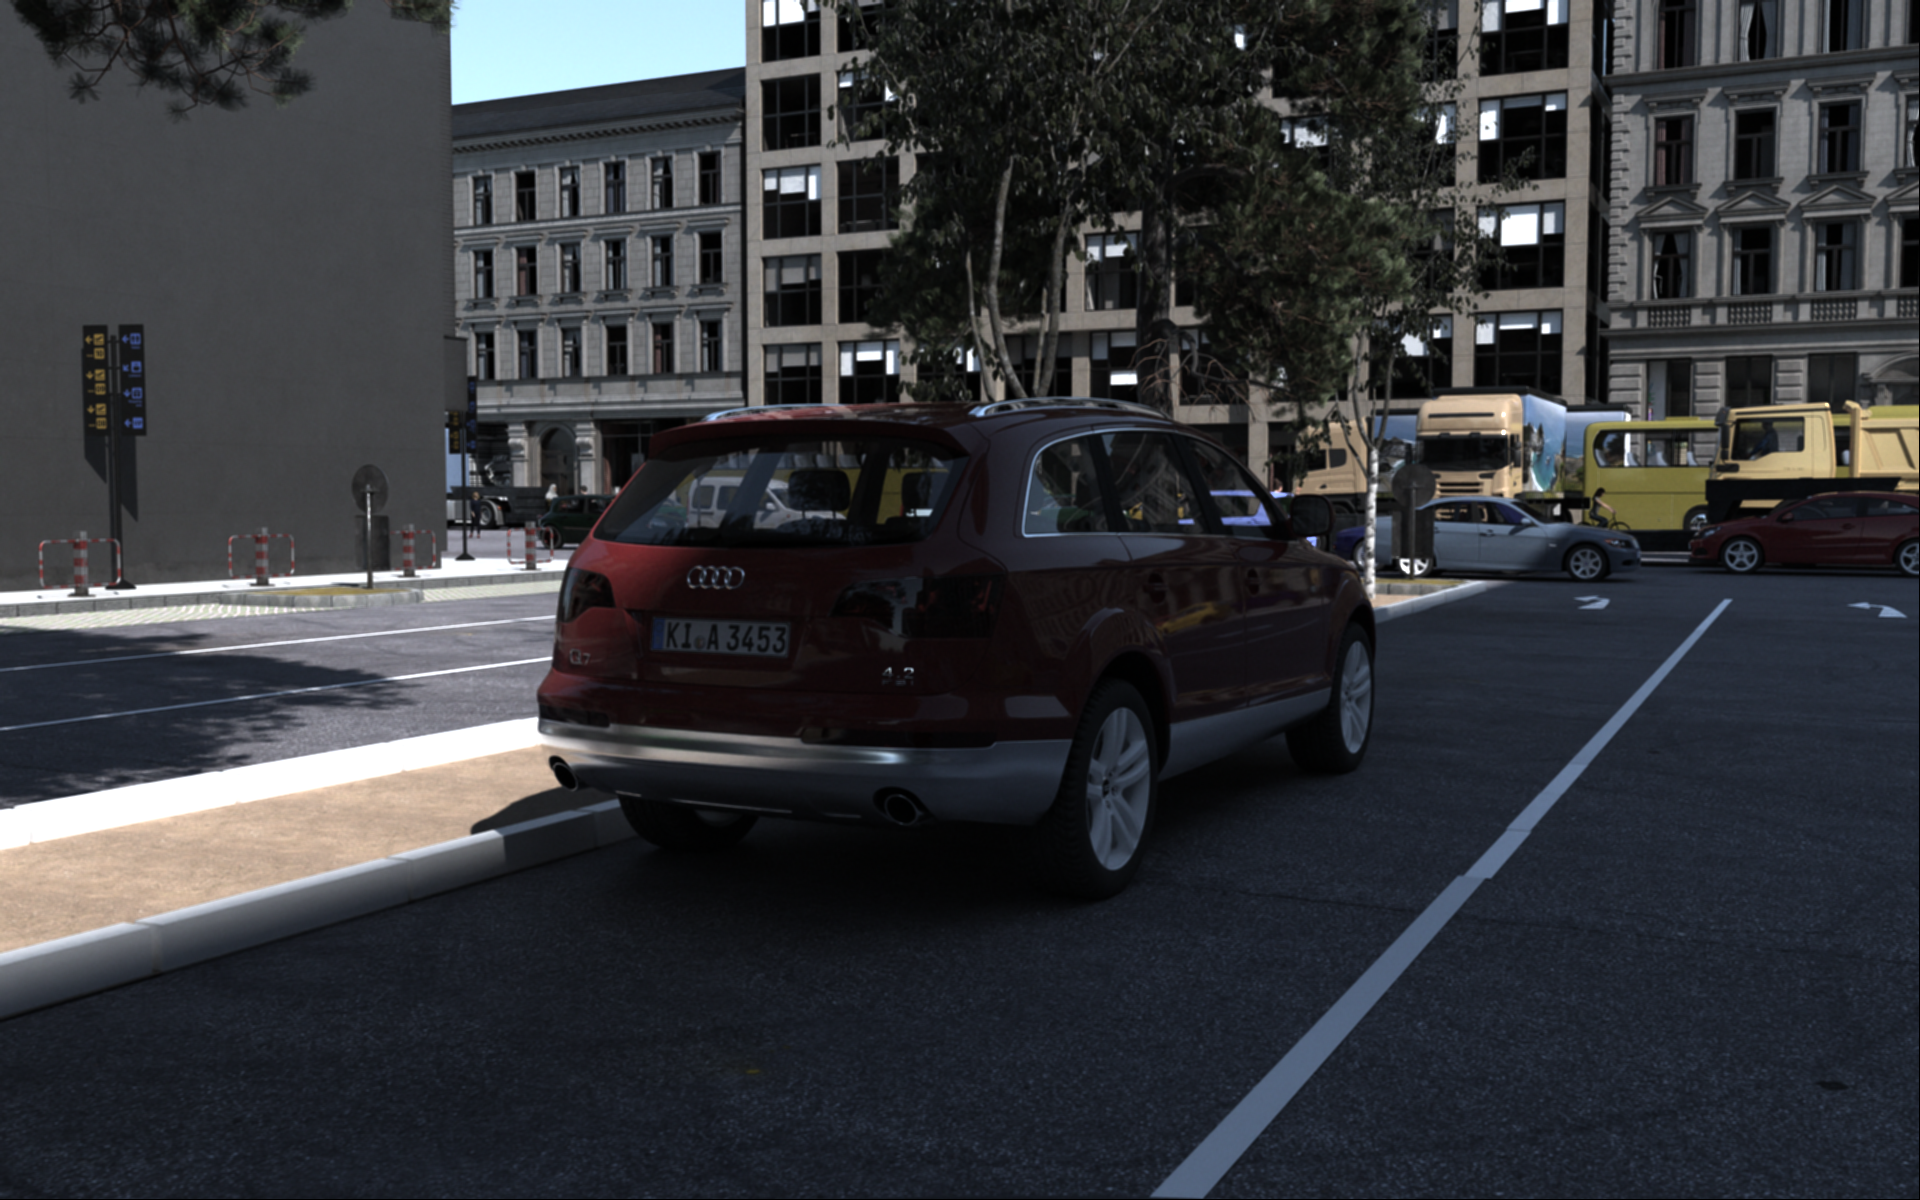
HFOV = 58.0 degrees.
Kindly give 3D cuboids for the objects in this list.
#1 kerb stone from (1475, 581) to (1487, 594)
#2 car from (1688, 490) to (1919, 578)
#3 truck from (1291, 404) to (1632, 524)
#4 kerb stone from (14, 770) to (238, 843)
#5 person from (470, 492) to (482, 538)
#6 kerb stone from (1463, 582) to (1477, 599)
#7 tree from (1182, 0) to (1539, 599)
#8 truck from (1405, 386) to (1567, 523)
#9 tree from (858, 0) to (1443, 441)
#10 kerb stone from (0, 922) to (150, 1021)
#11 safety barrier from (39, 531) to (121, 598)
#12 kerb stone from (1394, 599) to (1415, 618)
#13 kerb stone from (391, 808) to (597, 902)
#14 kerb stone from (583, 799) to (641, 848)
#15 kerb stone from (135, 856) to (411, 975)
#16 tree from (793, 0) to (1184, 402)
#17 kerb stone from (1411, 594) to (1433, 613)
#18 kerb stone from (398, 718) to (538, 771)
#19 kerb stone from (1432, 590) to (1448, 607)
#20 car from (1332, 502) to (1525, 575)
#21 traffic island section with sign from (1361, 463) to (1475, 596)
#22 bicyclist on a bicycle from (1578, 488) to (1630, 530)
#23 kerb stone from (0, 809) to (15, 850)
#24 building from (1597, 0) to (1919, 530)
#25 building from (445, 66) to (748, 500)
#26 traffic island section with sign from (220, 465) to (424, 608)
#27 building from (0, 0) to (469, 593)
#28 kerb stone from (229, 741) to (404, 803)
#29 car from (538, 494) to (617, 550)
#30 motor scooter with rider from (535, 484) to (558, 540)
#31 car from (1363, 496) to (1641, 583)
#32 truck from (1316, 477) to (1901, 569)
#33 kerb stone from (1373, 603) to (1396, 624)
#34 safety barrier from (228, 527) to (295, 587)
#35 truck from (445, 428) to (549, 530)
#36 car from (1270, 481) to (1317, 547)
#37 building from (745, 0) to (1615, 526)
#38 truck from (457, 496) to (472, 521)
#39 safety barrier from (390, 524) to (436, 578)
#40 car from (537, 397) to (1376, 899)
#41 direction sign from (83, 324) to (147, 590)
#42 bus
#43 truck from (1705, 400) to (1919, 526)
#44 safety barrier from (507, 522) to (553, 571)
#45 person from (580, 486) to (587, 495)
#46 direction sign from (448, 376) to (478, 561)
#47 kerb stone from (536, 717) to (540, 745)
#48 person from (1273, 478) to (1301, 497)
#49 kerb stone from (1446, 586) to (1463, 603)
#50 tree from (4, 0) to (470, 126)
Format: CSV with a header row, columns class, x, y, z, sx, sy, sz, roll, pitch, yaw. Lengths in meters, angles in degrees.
class,x,y,z,sx,sy,sz,roll,pitch,yaw
kerb stone,7.443,-0.170,24.977,0.120,0.150,1.000,2,4,26
car,15.416,-1.334,30.852,4.494,1.783,2.155,2,4,28
truck,16.094,-4.184,57.328,11.283,4.237,2.839,2,4,25
kerb stone,-3.609,0.897,7.539,0.120,0.150,1.000,2,4,26
person,-15.895,-2.793,56.715,0.613,1.512,0.480,2,4,32
kerb stone,6.990,-0.111,24.049,0.120,0.150,1.000,2,4,26
tree,5.677,-4.330,23.608,4.360,8.622,3.978,0,3,0
truck,14.541,-3.571,47.294,2.839,4.237,11.283,2,4,26
tree,2.028,-5.701,17.719,6.751,12.117,7.091,0,3,0
kerb stone,-2.674,1.069,4.717,0.120,0.150,1.000,2,4,26
safety barrier,-10.955,-0.447,21.581,0.300,0.817,1.120,2,4,26
kerb stone,5.151,0.117,20.359,0.120,0.150,1.000,2,4,26
kerb stone,-1.751,0.957,6.553,0.120,0.150,1.000,2,4,26
kerb stone,-1.285,0.901,7.470,0.120,0.150,1.000,2,4,26
kerb stone,-2.205,1.013,5.632,0.120,0.150,1.000,2,4,26
tree,0.559,-3.620,11.999,4.360,8.622,3.978,0,3,0
kerb stone,5.613,0.056,21.277,0.120,0.150,1.000,2,4,26
kerb stone,-2.681,0.785,9.379,0.120,0.150,1.000,2,4,26
kerb stone,6.063,0.006,22.209,0.120,0.150,1.000,2,4,26
car,8.933,-1.183,31.925,3.894,1.354,1.945,2,4,27
traffic island section with sign,6.489,-1.052,25.336,2.006,1.907,1.989,2,4,26
bicyclist on a bicycle,18.422,-2.427,49.698,1.625,1.676,1.499,2,4,27
kerb stone,-4.060,0.958,6.615,0.120,0.150,1.000,2,4,26
building,32.400,-14.048,58.562,19.941,23.489,11.050,2,4,26
building,-25.190,-14.460,87.328,40.483,20.767,10.553,2,4,26
traffic island section with sign,-8.191,-0.858,22.659,1.989,1.847,2.006,2,4,26
building,-21.916,-14.430,29.432,24.014,27.812,14.314,2,4,26
kerb stone,-3.142,0.840,8.454,0.120,0.150,1.000,2,4,26
car,-8.932,-2.134,44.680,4.222,1.686,2.009,2,4,25
motor scooter with rider,-12.317,-2.702,53.146,1.986,1.779,0.876,2,4,27
car,9.163,-1.064,29.398,4.499,1.417,2.014,2,4,27
truck,13.788,-2.786,35.313,18.799,4.110,2.967,2,4,28
kerb stone,4.692,0.169,19.439,0.120,0.150,1.000,2,4,26
safety barrier,-9.704,-0.600,24.077,0.300,0.817,1.120,2,4,26
truck,-15.597,-4.810,68.406,18.799,4.110,2.967,2,4,25
car,4.571,-1.339,31.492,3.694,1.707,1.945,2,4,28
building,10.396,-16.539,74.922,34.151,26.468,19.350,2,4,26
truck,-20.947,-5.254,75.654,18.799,4.110,2.967,2,4,25
safety barrier,-8.458,-0.752,26.578,0.300,0.817,1.120,2,4,26
car,0.396,0.047,7.912,2.281,1.827,5.304,2,4,28
direction sign,-11.323,-1.912,23.260,0.876,3.537,0.379,1,4,9
bus,24.376,-3.543,49.477,12.252,3.916,2.896,2,4,25
truck,20.152,-2.480,36.471,9.791,3.379,3.469,2,4,26
safety barrier,-7.207,-0.905,29.076,0.300,0.817,1.120,2,4,26
person,-12.830,-3.060,59.367,0.563,1.720,0.643,2,4,29
direction sign,-9.597,-2.538,33.487,0.876,3.537,0.379,3,4,39
kerb stone,-2.221,0.733,10.298,0.120,0.150,1.000,2,4,26
person,6.175,-1.440,32.840,0.742,1.727,0.445,2,4,32
kerb stone,6.530,-0.057,23.128,0.120,0.150,1.000,2,4,26
tree,-4.200,-5.816,4.965,7.806,13.903,7.818,0,3,0
